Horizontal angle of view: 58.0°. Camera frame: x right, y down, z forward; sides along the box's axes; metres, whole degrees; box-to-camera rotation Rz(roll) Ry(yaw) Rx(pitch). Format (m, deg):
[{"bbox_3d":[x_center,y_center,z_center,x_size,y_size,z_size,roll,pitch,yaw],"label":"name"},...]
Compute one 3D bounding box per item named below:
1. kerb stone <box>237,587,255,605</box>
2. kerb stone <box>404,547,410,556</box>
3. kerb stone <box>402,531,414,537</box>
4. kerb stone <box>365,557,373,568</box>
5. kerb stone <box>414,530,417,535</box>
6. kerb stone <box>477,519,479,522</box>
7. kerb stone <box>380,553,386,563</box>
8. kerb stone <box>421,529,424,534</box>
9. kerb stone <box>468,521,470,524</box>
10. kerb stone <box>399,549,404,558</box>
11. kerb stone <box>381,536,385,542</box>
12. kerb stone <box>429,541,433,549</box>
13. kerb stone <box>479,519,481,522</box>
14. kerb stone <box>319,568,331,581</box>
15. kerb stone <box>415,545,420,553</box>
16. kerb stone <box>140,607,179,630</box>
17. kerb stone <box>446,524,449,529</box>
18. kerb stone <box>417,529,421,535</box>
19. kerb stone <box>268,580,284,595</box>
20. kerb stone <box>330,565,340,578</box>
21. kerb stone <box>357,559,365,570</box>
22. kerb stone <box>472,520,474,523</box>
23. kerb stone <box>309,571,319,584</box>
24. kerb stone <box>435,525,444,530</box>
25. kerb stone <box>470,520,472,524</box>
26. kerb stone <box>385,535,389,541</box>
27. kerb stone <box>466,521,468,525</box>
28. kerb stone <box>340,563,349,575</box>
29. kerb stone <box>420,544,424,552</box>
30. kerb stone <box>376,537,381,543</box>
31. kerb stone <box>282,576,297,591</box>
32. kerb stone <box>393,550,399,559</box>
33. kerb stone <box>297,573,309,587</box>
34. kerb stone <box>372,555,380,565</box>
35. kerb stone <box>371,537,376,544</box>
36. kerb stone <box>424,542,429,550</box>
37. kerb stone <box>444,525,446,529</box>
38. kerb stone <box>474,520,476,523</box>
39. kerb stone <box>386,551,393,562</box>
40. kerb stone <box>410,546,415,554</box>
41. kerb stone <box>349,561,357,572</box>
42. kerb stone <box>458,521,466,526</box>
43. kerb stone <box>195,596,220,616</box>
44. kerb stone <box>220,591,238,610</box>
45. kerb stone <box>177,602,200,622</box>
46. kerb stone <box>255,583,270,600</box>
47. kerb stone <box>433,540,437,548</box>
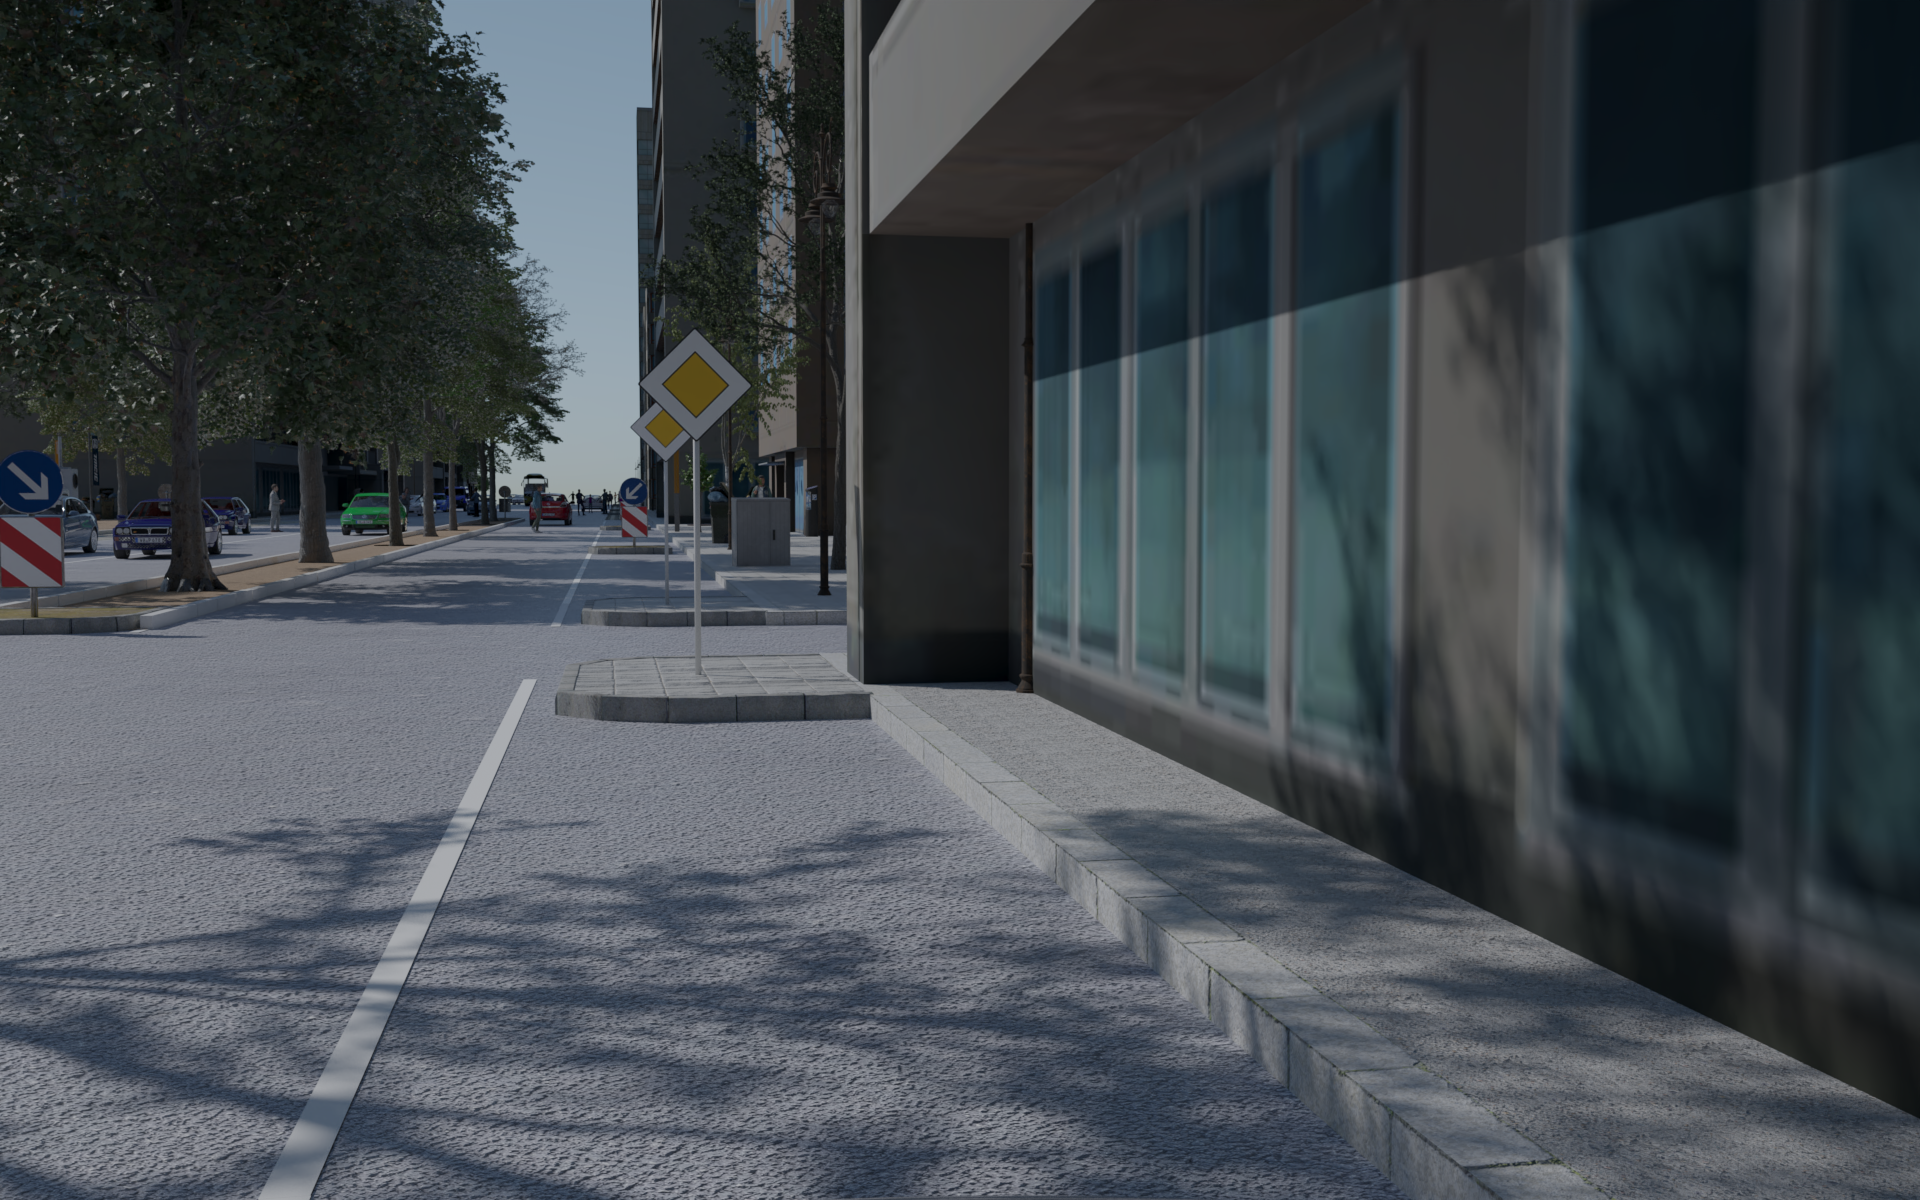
[{"bbox_3d":[-9.481,-0.036,22.791,0.120,0.150,1.000,-1,4,-11],"label":"kerb stone"},{"bbox_3d":[-12.857,-1.084,39.915,0.120,0.150,1.000,-1,4,-11],"label":"kerb stone"},{"bbox_3d":[-18.690,-2.225,58.574,0.120,0.150,1.000,-1,4,-11],"label":"kerb stone"},{"bbox_3d":[-11.672,-0.714,33.869,0.120,0.150,1.000,-1,4,-11],"label":"kerb stone"},{"bbox_3d":[-18.883,-2.286,59.579,0.120,0.150,1.000,-1,4,-11],"label":"kerb stone"},{"bbox_3d":[-24.058,-3.887,85.755,0.120,0.150,1.000,-1,4,-11],"label":"kerb stone"},{"bbox_3d":[-12.068,-0.837,35.877,0.120,0.150,1.000,-1,4,-11],"label":"kerb stone"},{"bbox_3d":[-19.282,-2.406,61.589,0.120,0.150,1.000,-1,4,-11],"label":"kerb stone"},{"bbox_3d":[-23.057,-3.577,80.718,0.120,0.150,1.000,-1,4,-11],"label":"kerb stone"},{"bbox_3d":[-12.661,-1.022,38.904,0.120,0.150,1.000,-1,4,-11],"label":"kerb stone"},{"bbox_3d":[-17.305,-1.794,51.541,0.120,0.150,1.000,-1,4,-11],"label":"kerb stone"},{"bbox_3d":[-13.852,-1.391,44.937,0.120,0.150,1.000,-1,4,-11],"label":"kerb stone"},{"bbox_3d":[-24.249,-3.943,86.766,0.120,0.150,1.000,-1,4,-11],"label":"kerb stone"},{"bbox_3d":[-10.669,-0.401,28.848,0.120,0.150,1.000,-1,4,-11],"label":"kerb stone"},{"bbox_3d":[-13.262,-1.206,41.919,0.120,0.150,1.000,-1,4,-11],"label":"kerb stone"},{"bbox_3d":[-8.691,0.211,18.780,0.120,0.150,1.000,-1,4,-11],"label":"kerb stone"},{"bbox_3d":[-21.075,-2.959,70.646,0.120,0.150,1.000,-1,4,-11],"label":"kerb stone"},{"bbox_3d":[-19.077,-2.348,60.587,0.120,0.150,1.000,-1,4,-11],"label":"kerb stone"},{"bbox_3d":[-9.884,-0.161,24.822,0.120,0.150,1.000,-1,4,-11],"label":"kerb stone"},{"bbox_3d":[-10.871,-0.467,29.855,0.120,0.150,1.000,-1,4,-11],"label":"kerb stone"},{"bbox_3d":[-11.469,-0.651,32.868,0.120,0.150,1.000,-1,4,-11],"label":"kerb stone"},{"bbox_3d":[-23.456,-3.702,82.723,0.120,0.150,1.000,-1,4,-11],"label":"kerb stone"},{"bbox_3d":[-10.487,-0.345,27.839,0.120,0.150,1.000,-1,4,-11],"label":"kerb stone"},{"bbox_3d":[-20.667,-2.840,68.627,0.120,0.150,1.000,-1,4,-11],"label":"kerb stone"},{"bbox_3d":[-23.253,-3.641,81.721,0.120,0.150,1.000,-1,4,-11],"label":"kerb stone"},{"bbox_3d":[-17.498,-1.854,52.553,0.120,0.150,1.000,-1,4,-11],"label":"kerb stone"},{"bbox_3d":[-22.859,-3.518,79.713,0.120,0.150,1.000,-1,4,-11],"label":"kerb stone"},{"bbox_3d":[-11.070,-0.526,30.858,0.120,0.150,1.000,-1,4,-11],"label":"kerb stone"},{"bbox_3d":[-13.460,-1.266,42.931,0.120,0.150,1.000,-1,4,-11],"label":"kerb stone"},{"bbox_3d":[-17.101,-1.734,50.539,0.120,0.150,1.000,-1,4,-11],"label":"kerb stone"},{"bbox_3d":[-10.082,-0.222,25.830,0.120,0.150,1.000,-1,4,-11],"label":"kerb stone"},{"bbox_3d":[-12.466,-0.961,37.900,0.120,0.150,1.000,-1,4,-11],"label":"kerb stone"},{"bbox_3d":[-10.280,-0.284,26.835,0.120,0.150,1.000,-1,4,-11],"label":"kerb stone"},{"bbox_3d":[-11.866,-0.775,34.875,0.120,0.150,1.000,-1,4,-11],"label":"kerb stone"},{"bbox_3d":[-16.899,-1.672,49.537,0.120,0.150,1.000,-1,4,-11],"label":"kerb stone"},{"bbox_3d":[-13.657,-1.329,43.933,0.120,0.150,1.000,-1,4,-11],"label":"kerb stone"},{"bbox_3d":[-20.872,-2.899,69.639,0.120,0.150,1.000,-1,4,-11],"label":"kerb stone"},{"bbox_3d":[-23.648,-3.762,83.735,0.120,0.150,1.000,-1,4,-11],"label":"kerb stone"},{"bbox_3d":[-12.261,-0.899,36.886,0.120,0.150,1.000,-1,4,-11],"label":"kerb stone"},{"bbox_3d":[-13.063,-1.145,40.917,0.120,0.150,1.000,-1,4,-11],"label":"kerb stone"},{"bbox_3d":[-11.279,-0.588,31.859,0.120,0.150,1.000,-1,4,-11],"label":"kerb stone"},{"bbox_3d":[-22.652,-3.454,78.695,0.120,0.150,1.000,-1,4,-11],"label":"kerb stone"},{"bbox_3d":[-9.090,0.086,20.785,0.120,0.150,1.000,-1,4,-11],"label":"kerb stone"},{"bbox_3d":[-9.283,0.027,21.789,0.120,0.150,1.000,-1,4,-11],"label":"kerb stone"},{"bbox_3d":[-8.894,0.153,19.782,0.120,0.150,1.000,-1,4,-11],"label":"kerb stone"},{"bbox_3d":[-9.679,-0.092,23.802,0.120,0.150,1.000,-1,4,-11],"label":"kerb stone"},{"bbox_3d":[-14.061,-1.451,45.947,0.120,0.150,1.000,-1,4,-11],"label":"kerb stone"}]
